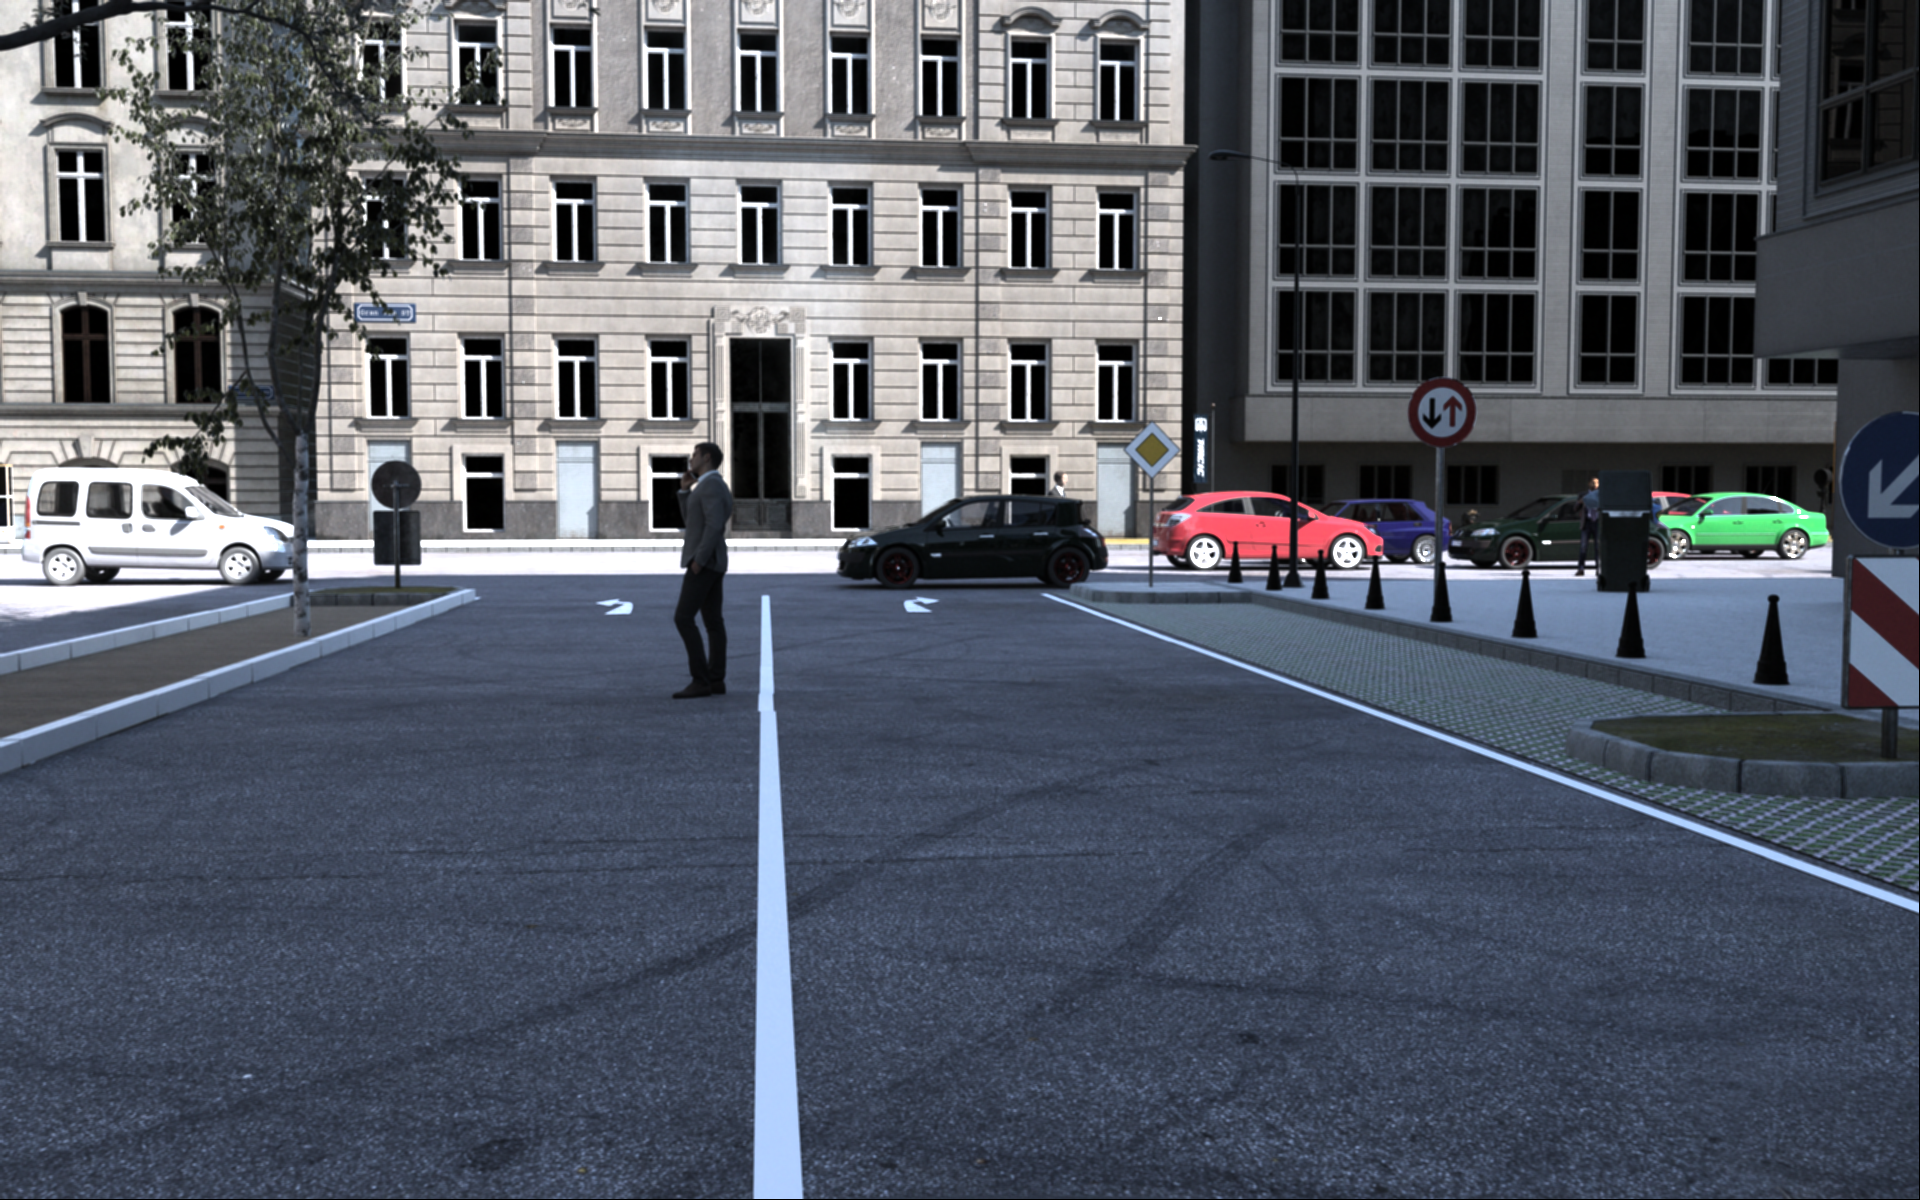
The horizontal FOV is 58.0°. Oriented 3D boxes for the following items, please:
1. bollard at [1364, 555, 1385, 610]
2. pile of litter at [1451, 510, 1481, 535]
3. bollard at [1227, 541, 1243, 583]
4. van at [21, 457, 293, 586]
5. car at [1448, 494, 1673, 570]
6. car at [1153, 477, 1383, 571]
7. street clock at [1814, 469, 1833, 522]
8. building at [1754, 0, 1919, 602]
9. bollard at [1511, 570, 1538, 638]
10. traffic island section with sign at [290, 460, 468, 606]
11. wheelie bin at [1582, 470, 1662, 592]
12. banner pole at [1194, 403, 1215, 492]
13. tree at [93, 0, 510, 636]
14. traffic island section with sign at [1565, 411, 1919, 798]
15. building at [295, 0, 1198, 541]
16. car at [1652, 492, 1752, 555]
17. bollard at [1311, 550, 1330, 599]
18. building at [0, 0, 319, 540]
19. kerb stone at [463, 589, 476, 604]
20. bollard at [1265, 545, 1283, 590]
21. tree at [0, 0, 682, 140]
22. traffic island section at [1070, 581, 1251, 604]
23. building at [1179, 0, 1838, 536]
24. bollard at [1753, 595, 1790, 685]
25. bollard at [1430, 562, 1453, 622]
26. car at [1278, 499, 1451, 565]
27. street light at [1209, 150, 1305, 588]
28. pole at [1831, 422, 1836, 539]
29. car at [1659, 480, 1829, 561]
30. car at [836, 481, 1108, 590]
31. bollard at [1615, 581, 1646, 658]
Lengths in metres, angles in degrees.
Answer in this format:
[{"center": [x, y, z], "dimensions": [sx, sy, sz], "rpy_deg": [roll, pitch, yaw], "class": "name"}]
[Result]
[{"center": [4.636, -0.201, 19.333], "dimensions": [0.229, 0.601, 0.229], "rpy_deg": [0, 3, 0], "class": "bollard"}, {"center": [13.949, -2.080, 47.970], "dimensions": [1.176, 0.858, 1.719], "rpy_deg": [-1, 4, -10], "class": "pile of litter"}, {"center": [3.986, -0.552, 25.064], "dimensions": [0.229, 0.601, 0.229], "rpy_deg": [0, 3, 0], "class": "bollard"}, {"center": [-12.686, -1.271, 27.792], "dimensions": [4.112, 2.044, 2.013], "rpy_deg": [0, 4, -6], "class": "van"}, {"center": [11.639, -1.455, 33.568], "dimensions": [4.222, 1.686, 2.009], "rpy_deg": [0, 4, -5], "class": "car"}, {"center": [5.890, -1.478, 33.201], "dimensions": [4.494, 1.783, 2.155], "rpy_deg": [0, 4, -6], "class": "car"}, {"center": [25.127, -2.806, 50.451], "dimensions": [0.358, 2.002, 0.471], "rpy_deg": [-1, 4, -22], "class": "street clock"}, {"center": [17.464, -11.412, 5.653], "dimensions": [14.314, 24.678, 30.058], "rpy_deg": [0, 4, -6], "class": "building"}, {"center": [5.067, 0.031, 15.527], "dimensions": [0.229, 0.601, 0.229], "rpy_deg": [0, 3, 0], "class": "bollard"}, {"center": [-7.607, -0.908, 22.990], "dimensions": [2.006, 1.907, 1.989], "rpy_deg": [0, 4, -6], "class": "traffic island section with sign"}, {"center": [8.730, -0.916, 22.883], "dimensions": [0.980, 1.594, 0.693], "rpy_deg": [1, 4, 16], "class": "wheelie bin"}, {"center": [6.762, -3.530, 47.735], "dimensions": [0.863, 3.779, 0.401], "rpy_deg": [-2, 4, -28], "class": "banner pole"}, {"center": [-6.644, -3.947, 17.359], "dimensions": [4.360, 8.622, 3.978], "rpy_deg": [0, 3, 0], "class": "tree"}, {"center": [4.335, -0.027, 9.074], "dimensions": [1.989, 1.847, 2.006], "rpy_deg": [0, 4, -6], "class": "traffic island section with sign"}, {"center": [-6.219, -15.672, 53.503], "dimensions": [25.104, 27.353, 12.463], "rpy_deg": [0, 4, -6], "class": "building"}, {"center": [17.028, -1.977, 41.357], "dimensions": [4.494, 1.783, 2.155], "rpy_deg": [0, 4, -5], "class": "car"}, {"center": [4.421, -0.318, 21.234], "dimensions": [0.229, 0.601, 0.229], "rpy_deg": [0, 3, 0], "class": "bollard"}, {"center": [-36.555, -14.206, 51.350], "dimensions": [34.723, 24.649, 14.460], "rpy_deg": [0, 4, -6], "class": "building"}, {"center": [-6.531, -0.039, 22.831], "dimensions": [0.120, 0.150, 1.000], "rpy_deg": [0, 4, -6], "class": "kerb stone"}, {"center": [4.200, -0.434, 23.145], "dimensions": [0.229, 0.601, 0.229], "rpy_deg": [0, 3, 0], "class": "bollard"}, {"center": [-5.782, -5.839, 8.292], "dimensions": [12.009, 13.543, 11.850], "rpy_deg": [0, 3, 0], "class": "tree"}, {"center": [2.653, -0.100, 23.909], "dimensions": [2.009, 0.180, 2.903], "rpy_deg": [0, 4, -6], "class": "traffic island section"}, {"center": [18.163, -16.121, 57.091], "dimensions": [24.014, 27.812, 14.314], "rpy_deg": [0, 4, -6], "class": "building"}, {"center": [5.498, 0.264, 11.720], "dimensions": [0.229, 0.601, 0.229], "rpy_deg": [0, 3, 0], "class": "bollard"}, {"center": [4.848, -0.085, 17.429], "dimensions": [0.229, 0.601, 0.229], "rpy_deg": [0, 3, 0], "class": "bollard"}, {"center": [8.076, -1.419, 35.774], "dimensions": [3.894, 1.354, 1.945], "rpy_deg": [0, 4, -7], "class": "car"}, {"center": [4.055, -3.125, 23.642], "dimensions": [1.470, 5.913, 1.316], "rpy_deg": [0, 4, -6], "class": "street light"}, {"center": [24.793, -3.373, 48.987], "dimensions": [0.158, 3.312, 0.155], "rpy_deg": [0, 3, 0], "class": "pole"}, {"center": [16.682, -1.804, 38.289], "dimensions": [4.718, 1.807, 1.959], "rpy_deg": [0, 4, -7], "class": "car"}, {"center": [0.192, -1.042, 26.816], "dimensions": [4.222, 1.686, 2.009], "rpy_deg": [0, 4, -6], "class": "car"}, {"center": [5.282, 0.148, 13.620], "dimensions": [0.229, 0.601, 0.229], "rpy_deg": [0, 3, 0], "class": "bollard"}]
